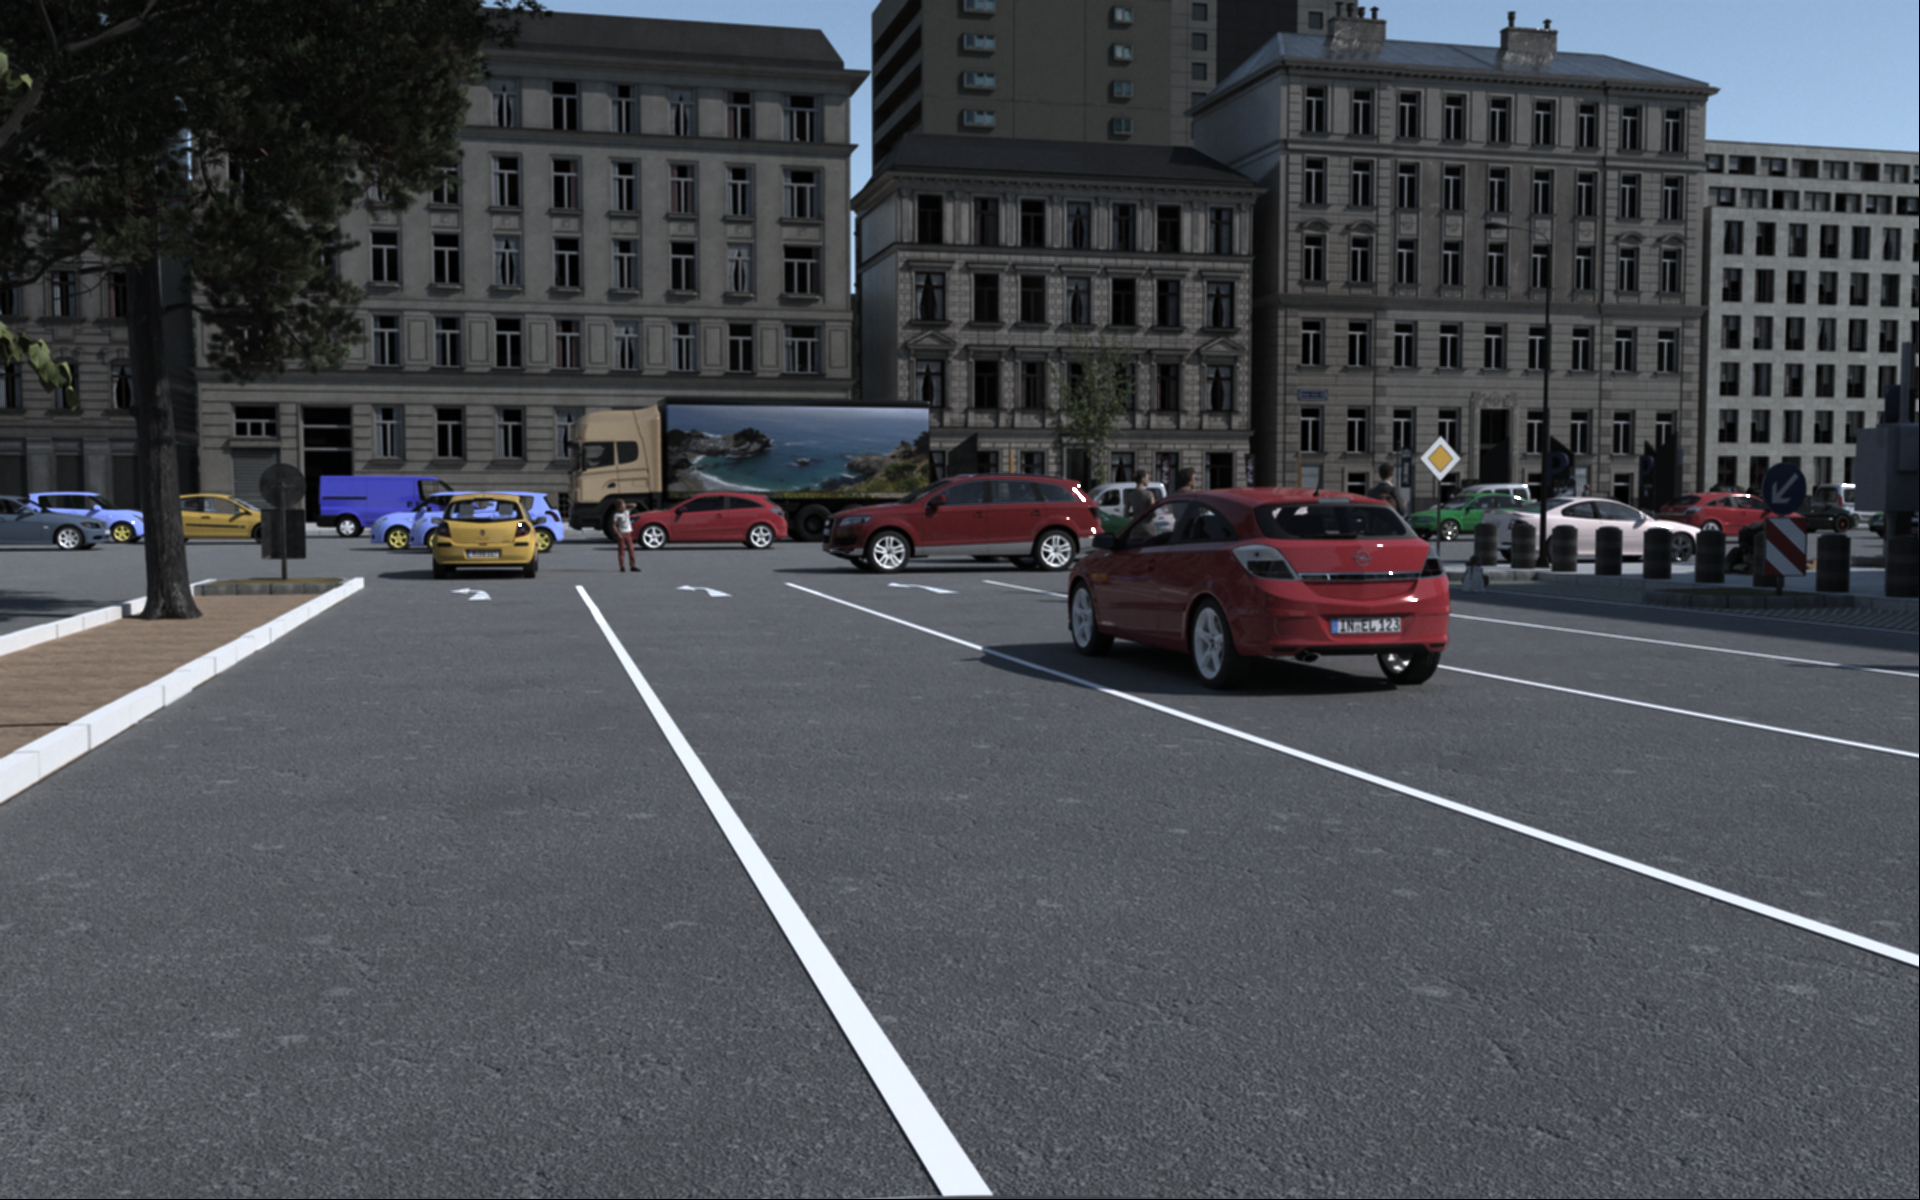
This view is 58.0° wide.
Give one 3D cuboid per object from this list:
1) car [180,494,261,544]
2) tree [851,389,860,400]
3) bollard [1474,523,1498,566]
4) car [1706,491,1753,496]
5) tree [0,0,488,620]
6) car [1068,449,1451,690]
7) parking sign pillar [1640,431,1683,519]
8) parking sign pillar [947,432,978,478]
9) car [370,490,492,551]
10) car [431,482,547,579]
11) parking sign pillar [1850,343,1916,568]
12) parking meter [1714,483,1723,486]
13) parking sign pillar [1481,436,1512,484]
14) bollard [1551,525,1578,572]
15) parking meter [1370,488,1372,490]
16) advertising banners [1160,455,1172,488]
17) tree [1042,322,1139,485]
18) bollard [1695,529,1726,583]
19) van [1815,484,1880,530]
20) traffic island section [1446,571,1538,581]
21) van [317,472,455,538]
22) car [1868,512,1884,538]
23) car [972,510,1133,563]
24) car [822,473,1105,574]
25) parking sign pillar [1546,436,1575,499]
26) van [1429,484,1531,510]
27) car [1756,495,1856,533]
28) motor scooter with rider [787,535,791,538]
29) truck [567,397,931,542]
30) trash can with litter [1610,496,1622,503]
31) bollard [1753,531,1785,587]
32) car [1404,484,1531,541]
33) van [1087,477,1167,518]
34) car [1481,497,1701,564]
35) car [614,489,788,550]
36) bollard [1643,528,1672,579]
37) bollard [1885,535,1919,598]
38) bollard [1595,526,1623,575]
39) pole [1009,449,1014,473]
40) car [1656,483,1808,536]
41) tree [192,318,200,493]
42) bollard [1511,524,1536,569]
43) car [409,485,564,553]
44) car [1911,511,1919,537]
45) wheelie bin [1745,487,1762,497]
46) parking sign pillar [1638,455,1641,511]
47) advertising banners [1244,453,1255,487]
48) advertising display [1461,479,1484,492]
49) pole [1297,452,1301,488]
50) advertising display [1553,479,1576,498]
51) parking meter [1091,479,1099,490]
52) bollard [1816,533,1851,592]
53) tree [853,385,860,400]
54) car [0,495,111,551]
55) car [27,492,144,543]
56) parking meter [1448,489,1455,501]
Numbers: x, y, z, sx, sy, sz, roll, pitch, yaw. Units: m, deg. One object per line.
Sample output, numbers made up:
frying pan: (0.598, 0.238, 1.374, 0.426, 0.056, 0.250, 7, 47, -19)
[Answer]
car: (-21.216, -2.432, 49.991, 3.980, 1.641, 2.015, -1, 4, -13)
tree: (-4.451, -9.046, 98.260, 4.360, 8.622, 3.978, 0, 3, 0)
bollard: (9.412, -0.996, 31.006, 0.404, 0.777, 0.398, 0, 3, 0)
car: (30.556, -3.608, 68.033, 4.494, 1.783, 2.155, -1, 4, -15)
tree: (-9.342, -6.715, 19.663, 7.806, 13.903, 7.818, 0, 3, 0)
car: (2.276, -0.324, 14.332, 2.155, 1.783, 4.494, -1, 4, -16)
parking sign pillar: (30.696, -5.294, 75.022, 1.447, 3.967, 1.447, -1, 4, -15)
parking sign pillar: (0.089, -5.312, 75.331, 1.447, 3.967, 1.447, -1, 4, -19)
car: (-13.366, -2.160, 44.901, 3.694, 1.707, 1.945, -1, 4, -14)
car: (-8.385, -1.256, 30.763, 2.015, 1.641, 3.980, -1, 4, -13)
parking sign pillar: (16.595, -2.576, 30.591, 1.447, 3.967, 1.447, 2, 4, 27)
parking meter: (39.788, -5.213, 90.945, 0.399, 1.863, 0.255, 3, 5, 41)
parking sign pillar: (25.170, -5.676, 81.272, 1.447, 3.967, 1.447, 3, 4, 37)
bollard: (10.004, -0.853, 28.659, 0.404, 0.777, 0.398, 0, 3, 0)
parking meter: (27.311, -6.446, 113.796, 0.372, 1.533, 0.369, 0, 3, 0)
advertising banners: (8.621, -5.048, 78.728, 2.074, 3.025, 0.090, 2, 4, 25)
tree: (5.694, -7.525, 73.393, 4.737, 8.622, 4.395, 0, 3, 0)
bollard: (10.895, -0.638, 25.145, 0.404, 0.777, 0.398, 0, 3, 0)
van: (36.610, -3.852, 69.995, 4.112, 2.044, 2.013, -1, 4, -15)
traffic island section: (8.210, -0.454, 29.710, 2.009, 0.180, 2.903, -1, 4, -14)
van: (-18.614, -3.263, 57.733, 5.245, 2.365, 2.240, -1, 4, -13)
car: (31.882, -2.907, 56.325, 4.718, 1.807, 1.959, -1, 4, -14)
car: (2.023, -1.546, 37.078, 4.920, 1.459, 2.131, -1, 4, -14)
car: (0.069, -1.451, 32.390, 5.304, 1.827, 2.281, -1, 4, -15)
parking sign pillar: (27.550, -5.568, 79.506, 1.447, 3.967, 1.447, -2, 4, -34)
van: (20.522, -3.766, 68.581, 4.112, 2.044, 2.013, -1, 4, -13)
car: (31.118, -3.330, 64.230, 4.222, 1.686, 2.009, -1, 4, -16)
motor scooter with rider: (-4.855, -2.940, 57.036, 1.986, 1.779, 0.876, -1, 4, -16)
truck: (-6.616, -3.842, 51.724, 11.283, 4.237, 2.839, -1, 4, -15)
trash can with litter: (31.963, -4.427, 83.777, 1.055, 1.170, 0.624, 3, 5, 45)
bollard: (11.199, -0.566, 23.966, 0.404, 0.777, 0.398, 0, 3, 0)
car: (15.943, -2.736, 53.536, 4.718, 1.807, 1.959, -1, 4, -15)
van: (4.995, -3.165, 58.755, 4.112, 2.044, 2.013, -1, 4, -15)
car: (13.364, -1.481, 36.569, 4.827, 1.381, 2.083, -1, 4, -13)
car: (-6.753, -2.212, 45.212, 4.494, 1.783, 2.155, -1, 4, -14)
bollard: (10.596, -0.709, 26.308, 0.404, 0.777, 0.398, 0, 3, 0)
bollard: (11.791, -0.423, 21.627, 0.404, 0.777, 0.398, 0, 3, 0)
bollard: (10.297, -0.781, 27.489, 0.404, 0.777, 0.398, 0, 3, 0)
pole: (2.343, -5.221, 79.213, 0.158, 3.312, 0.155, 0, 3, 0)
car: (22.772, -2.566, 50.988, 4.494, 1.783, 2.155, -1, 4, -15)
tree: (-53.099, -12.859, 120.614, 12.009, 13.543, 11.850, 0, 3, 0)
bollard: (9.704, -0.924, 29.832, 0.404, 0.777, 0.398, 0, 3, 0)
car: (-11.623, -2.017, 42.562, 3.694, 1.707, 1.945, -1, 4, -13)
car: (28.175, -2.348, 47.069, 5.304, 1.827, 2.281, -1, 4, -16)
wheelie bin: (36.310, -4.364, 79.262, 0.980, 1.594, 0.693, -2, 4, -27)
parking sign pillar: (34.434, -5.991, 86.423, 1.447, 3.967, 1.447, -1, 4, -12)
advertising banners: (13.119, -4.782, 74.379, 2.074, 3.025, 0.090, 3, 4, 38)
advertising display: (22.269, -4.286, 75.283, 0.974, 1.923, 0.123, 0, 4, 5)
pole: (16.472, -5.520, 84.100, 0.158, 3.312, 0.155, 0, 3, 0)
advertising display: (26.056, -4.250, 74.699, 0.974, 1.923, 0.123, 3, 5, 42)
parking meter: (5.359, -3.860, 68.825, 0.255, 1.863, 0.399, 1, 4, 22)
bollard: (11.492, -0.494, 22.792, 0.404, 0.777, 0.398, 0, 3, 0)
tree: (-6.876, -9.960, 113.208, 4.737, 8.622, 4.395, 0, 3, 0)
car: (-24.150, -1.967, 44.156, 4.499, 1.417, 2.014, -1, 4, -14)
car: (-25.620, -2.518, 50.764, 3.694, 1.707, 1.945, -1, 4, -16)
parking meter: (23.113, -4.466, 81.423, 0.372, 1.533, 0.369, 0, 3, 0)
